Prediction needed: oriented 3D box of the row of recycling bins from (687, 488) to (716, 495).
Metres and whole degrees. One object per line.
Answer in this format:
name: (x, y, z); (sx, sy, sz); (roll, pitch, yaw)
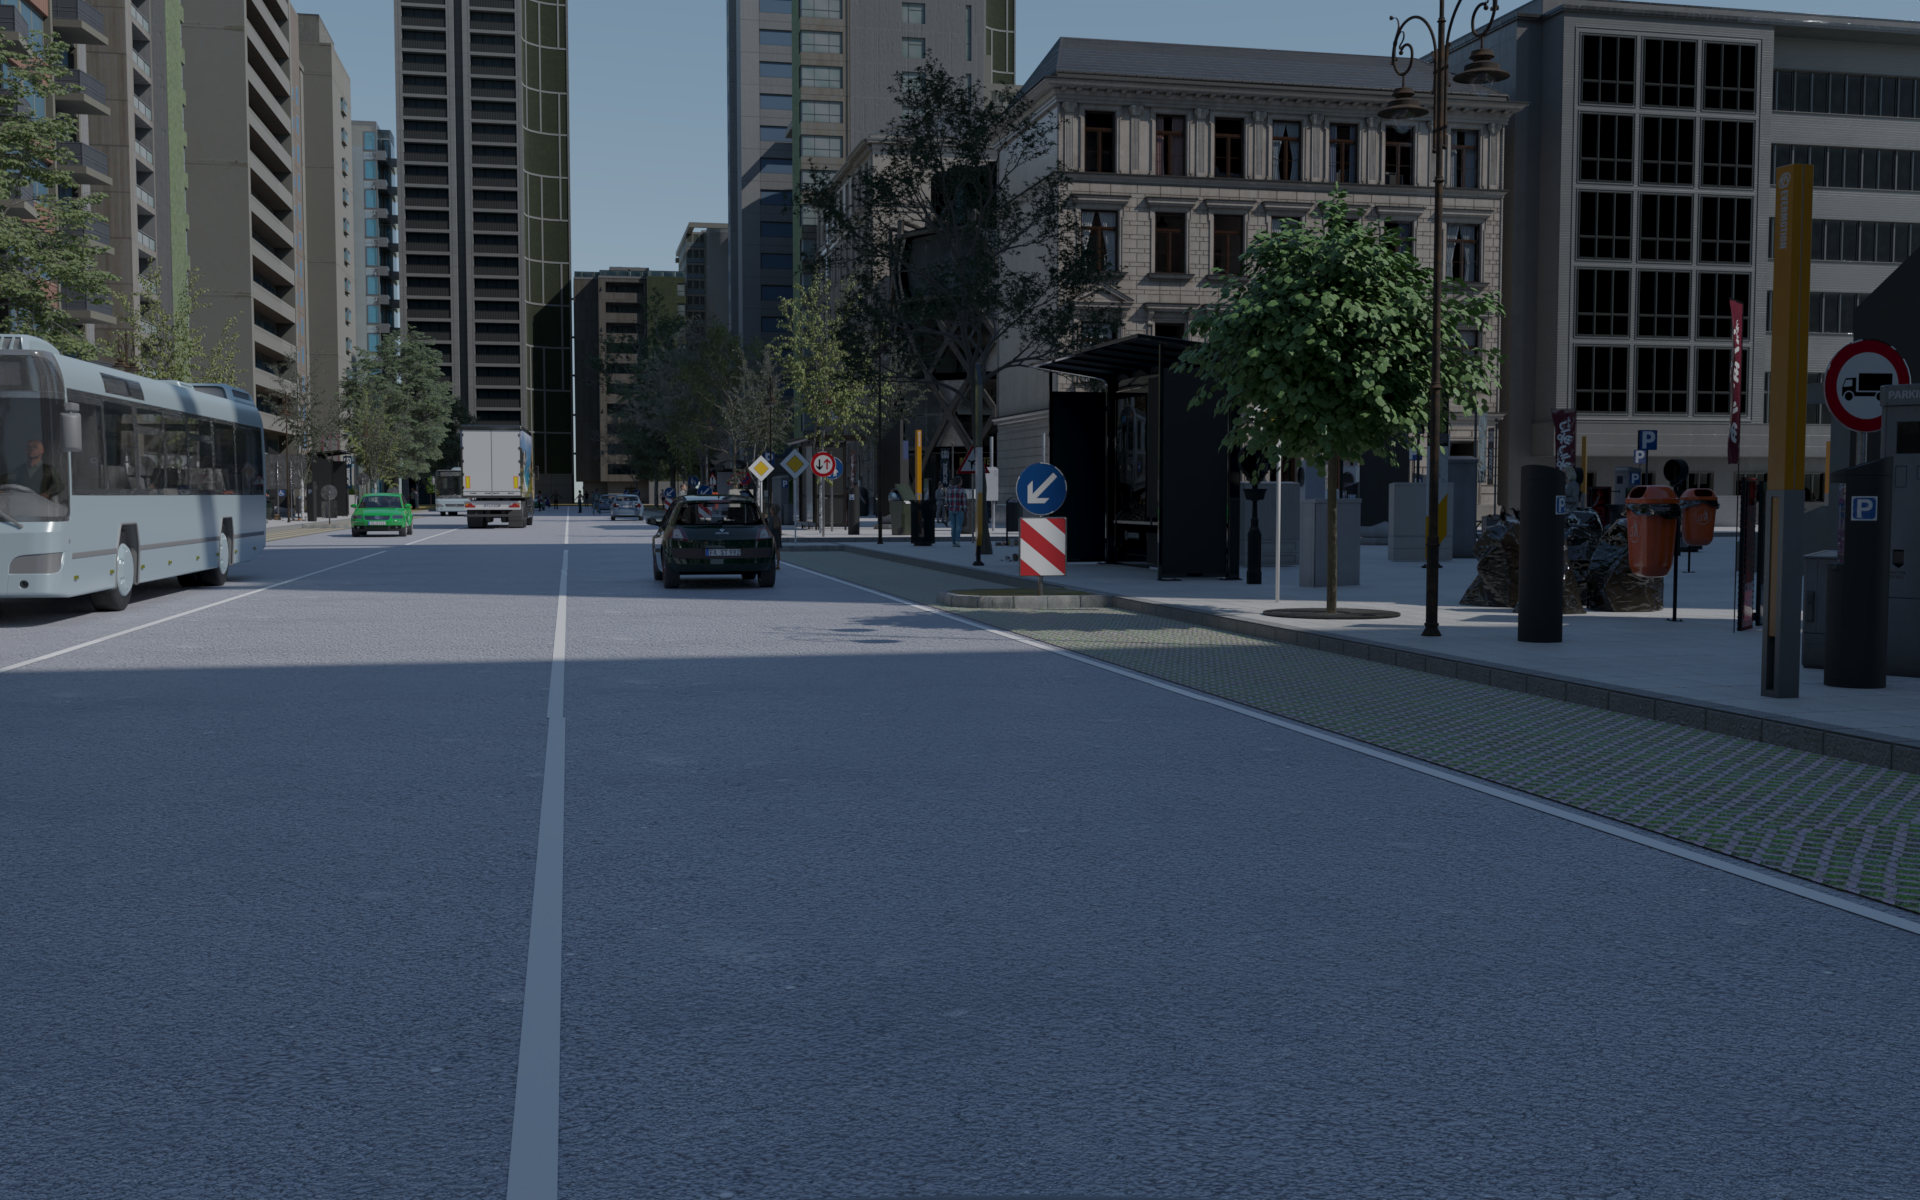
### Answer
row of recycling bins: (-17.929, -6.920, 120.250); (1.069, 1.692, 3.534); (1, 4, 20)

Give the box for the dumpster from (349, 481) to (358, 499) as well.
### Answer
dumpster: (-38.215, -6.417, 107.410); (1.502, 2.255, 1.985); (-1, 4, -12)

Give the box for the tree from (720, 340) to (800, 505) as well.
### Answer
tree: (-9.764, -8.151, 83.628); (4.360, 8.622, 3.978); (0, 3, 0)

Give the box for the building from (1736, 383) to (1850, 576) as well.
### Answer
building: (30.141, -20.335, 24.361); (32.217, 40.220, 23.993); (-1, 4, -13)

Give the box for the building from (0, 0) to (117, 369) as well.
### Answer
building: (-46.152, -25.132, 65.539); (22.147, 44.769, 28.867); (-1, 4, -13)

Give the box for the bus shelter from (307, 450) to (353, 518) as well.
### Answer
bus shelter: (-34.371, -6.320, 94.616); (1.731, 3.624, 6.357); (-1, 4, -13)

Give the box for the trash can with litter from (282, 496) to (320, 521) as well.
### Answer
trash can with litter: (-31.684, -4.413, 83.205); (1.678, 1.210, 2.233); (-1, 4, -23)

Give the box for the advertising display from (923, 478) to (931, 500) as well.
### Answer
advertising display: (-1.344, -4.051, 71.442); (0.123, 1.923, 0.974); (-1, 4, -14)

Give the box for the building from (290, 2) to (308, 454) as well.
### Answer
building: (-63.418, -30.283, 145.233); (14.600, 45.320, 14.200); (-1, 4, -13)

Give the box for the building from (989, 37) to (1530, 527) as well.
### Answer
building: (11.290, -12.549, 69.799); (19.286, 19.102, 10.561); (-1, 4, -13)

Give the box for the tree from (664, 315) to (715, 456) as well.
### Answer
tree: (-12.003, -9.555, 90.633); (7.601, 10.594, 8.767); (0, 4, -6)

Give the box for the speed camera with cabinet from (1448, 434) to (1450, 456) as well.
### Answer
speed camera with cabinet: (15.698, -3.833, 57.011); (2.038, 3.252, 0.660); (-2, 4, -31)

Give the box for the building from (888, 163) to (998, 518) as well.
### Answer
building: (4.208, -14.048, 97.135); (16.820, 18.784, 16.811); (-1, 4, -13)

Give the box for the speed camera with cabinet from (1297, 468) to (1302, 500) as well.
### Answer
speed camera with cabinet: (16.327, -5.399, 82.606); (2.038, 3.252, 0.660); (1, 4, 14)

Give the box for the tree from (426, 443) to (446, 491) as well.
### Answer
tree: (-48.429, -12.505, 154.820); (4.360, 8.622, 3.978); (0, 3, 0)

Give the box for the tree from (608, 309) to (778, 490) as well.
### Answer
tree: (-17.185, -12.545, 115.484); (12.009, 13.543, 11.850); (0, 3, 0)

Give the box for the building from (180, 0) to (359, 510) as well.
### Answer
building: (-72.241, -33.496, 171.368); (21.600, 48.544, 21.300); (-1, 4, -13)

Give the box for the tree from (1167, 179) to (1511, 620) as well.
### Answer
tree: (3.887, -2.116, 18.309); (4.285, 4.588, 4.351); (0, 3, 0)

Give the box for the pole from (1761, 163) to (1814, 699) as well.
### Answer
pole: (5.184, -1.040, 10.853); (0.158, 3.312, 0.155); (0, 3, 0)

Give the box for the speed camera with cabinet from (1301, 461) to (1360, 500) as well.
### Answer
speed camera with cabinet: (12.297, -3.815, 56.707); (0.660, 3.252, 2.038); (-3, 5, -39)

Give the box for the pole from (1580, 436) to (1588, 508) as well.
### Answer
pole: (22.008, -4.114, 61.101); (0.158, 3.312, 0.155); (0, 3, 0)

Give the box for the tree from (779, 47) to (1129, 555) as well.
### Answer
tree: (0.232, -6.253, 36.644); (7.601, 10.594, 8.767); (1, 4, 18)

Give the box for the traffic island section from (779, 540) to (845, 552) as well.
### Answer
traffic island section: (-4.163, -1.346, 44.282); (2.009, 0.180, 2.903); (-1, 4, -13)

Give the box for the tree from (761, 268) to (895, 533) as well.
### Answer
tree: (-4.320, -6.498, 56.606); (4.737, 8.622, 4.395); (0, 3, 0)

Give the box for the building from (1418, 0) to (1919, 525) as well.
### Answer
building: (35.287, -15.795, 77.317); (30.058, 24.678, 14.314); (-1, 4, -13)

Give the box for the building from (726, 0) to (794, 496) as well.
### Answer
building: (-13.561, -39.043, 180.350); (21.231, 58.520, 28.212); (-1, 4, -13)

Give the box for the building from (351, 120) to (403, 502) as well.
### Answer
building: (-85.502, -36.588, 217.829); (30.456, 49.044, 23.786); (-1, 4, -13)

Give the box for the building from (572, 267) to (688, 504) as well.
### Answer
building: (-42.662, -27.626, 223.390); (14.107, 30.474, 14.160); (-1, 4, -13)

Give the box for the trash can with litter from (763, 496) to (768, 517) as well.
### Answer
trash can with litter: (-9.848, -4.674, 87.815); (0.624, 1.170, 1.055); (0, 4, 2)

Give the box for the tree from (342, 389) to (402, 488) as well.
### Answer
tree: (-40.451, -10.351, 119.593); (4.737, 8.622, 4.395); (0, 3, 0)

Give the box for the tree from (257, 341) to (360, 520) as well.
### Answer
tree: (-31.927, -8.207, 84.544); (4.360, 8.622, 3.978); (0, 3, 0)

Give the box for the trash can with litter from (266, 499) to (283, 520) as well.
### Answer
trash can with litter: (-33.872, -4.508, 85.100); (1.055, 1.170, 0.624); (-3, 4, -37)

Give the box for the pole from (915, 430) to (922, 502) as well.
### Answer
pole: (-1.330, -3.756, 55.262); (0.158, 3.312, 0.155); (0, 3, 0)

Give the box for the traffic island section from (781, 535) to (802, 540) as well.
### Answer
traffic island section: (-5.921, -1.822, 52.072); (2.009, 0.180, 2.903); (-1, 4, -13)

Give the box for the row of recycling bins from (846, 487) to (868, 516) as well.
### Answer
row of recycling bins: (-6.999, -5.736, 100.889); (3.534, 1.692, 1.069); (1, 4, 19)

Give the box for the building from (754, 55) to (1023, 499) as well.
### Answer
building: (-2.034, -28.435, 156.793); (32.217, 40.220, 23.993); (-1, 4, -13)

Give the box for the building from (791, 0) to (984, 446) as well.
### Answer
building: (-6.344, -27.670, 135.999); (14.154, 41.232, 14.086); (-1, 4, -13)

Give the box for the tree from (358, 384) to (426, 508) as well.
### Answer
tree: (-38.519, -10.044, 114.581); (4.360, 8.622, 3.978); (0, 3, 0)

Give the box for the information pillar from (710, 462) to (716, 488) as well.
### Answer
information pillar: (-17.813, -8.159, 124.755); (0.504, 3.616, 0.183); (1, 4, 13)

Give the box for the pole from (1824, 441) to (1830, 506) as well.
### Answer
pole: (33.526, -4.469, 66.907); (0.158, 3.312, 0.155); (0, 3, 0)

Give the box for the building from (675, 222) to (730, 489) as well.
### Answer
building: (-25.694, -33.184, 234.431); (23.993, 40.220, 32.217); (-1, 4, -13)

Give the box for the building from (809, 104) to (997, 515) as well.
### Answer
building: (-2.399, -19.545, 116.831); (12.463, 27.353, 25.104); (-1, 4, -13)

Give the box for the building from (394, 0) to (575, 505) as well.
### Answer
building: (-60.212, -47.878, 221.064); (20.611, 71.187, 20.563); (-1, 4, -13)

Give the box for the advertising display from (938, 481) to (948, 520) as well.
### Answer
advertising display: (-0.732, -4.929, 85.801); (0.123, 1.923, 0.974); (-3, 4, -37)

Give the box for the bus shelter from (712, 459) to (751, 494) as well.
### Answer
bus shelter: (-13.472, -6.650, 102.649); (2.014, 3.302, 5.546); (-1, 4, -13)

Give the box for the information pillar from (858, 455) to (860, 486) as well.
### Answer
information pillar: (-6.044, -6.876, 103.777); (0.183, 3.616, 0.504); (-1, 4, -9)

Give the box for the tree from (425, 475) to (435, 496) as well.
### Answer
tree: (-51.725, -10.674, 169.113); (1.663, 3.219, 1.824); (0, 3, 0)

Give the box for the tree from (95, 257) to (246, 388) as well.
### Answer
tree: (-24.941, -6.394, 54.905); (4.737, 8.622, 4.395); (0, 3, 0)

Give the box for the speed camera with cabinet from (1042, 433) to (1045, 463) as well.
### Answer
speed camera with cabinet: (2.829, -3.747, 55.597); (0.660, 3.252, 2.038); (0, 4, 6)

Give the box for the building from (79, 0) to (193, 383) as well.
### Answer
building: (-53.174, -25.414, 99.113); (14.154, 41.232, 14.086); (-1, 4, -13)

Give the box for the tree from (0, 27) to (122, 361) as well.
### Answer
tree: (-20.917, -7.118, 34.502); (7.486, 12.596, 7.792); (0, 3, 0)

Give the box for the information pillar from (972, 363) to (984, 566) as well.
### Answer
information pillar: (0.336, -2.419, 30.912); (0.183, 3.616, 0.504); (0, 4, -5)

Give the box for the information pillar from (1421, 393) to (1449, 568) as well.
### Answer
information pillar: (8.248, -2.361, 29.954); (0.504, 3.616, 0.183); (-3, 4, -36)

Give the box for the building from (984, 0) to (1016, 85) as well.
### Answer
building: (-2.881, -48.651, 233.697); (20.611, 71.187, 20.563); (-1, 4, -13)

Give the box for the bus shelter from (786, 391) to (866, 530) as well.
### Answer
bus shelter: (-5.263, -5.360, 65.261); (2.179, 5.291, 8.768); (-1, 4, -13)

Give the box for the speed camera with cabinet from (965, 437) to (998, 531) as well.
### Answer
speed camera with cabinet: (0.602, -4.044, 60.454); (0.660, 3.252, 2.038); (-2, 4, -28)

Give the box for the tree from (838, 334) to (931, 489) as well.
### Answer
tree: (-3.450, -7.871, 79.049); (4.360, 8.622, 3.978); (0, 3, 0)

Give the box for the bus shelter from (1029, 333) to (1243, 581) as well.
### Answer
bus shelter: (2.759, -2.281, 28.578); (1.731, 3.624, 6.357); (-1, 4, -13)
